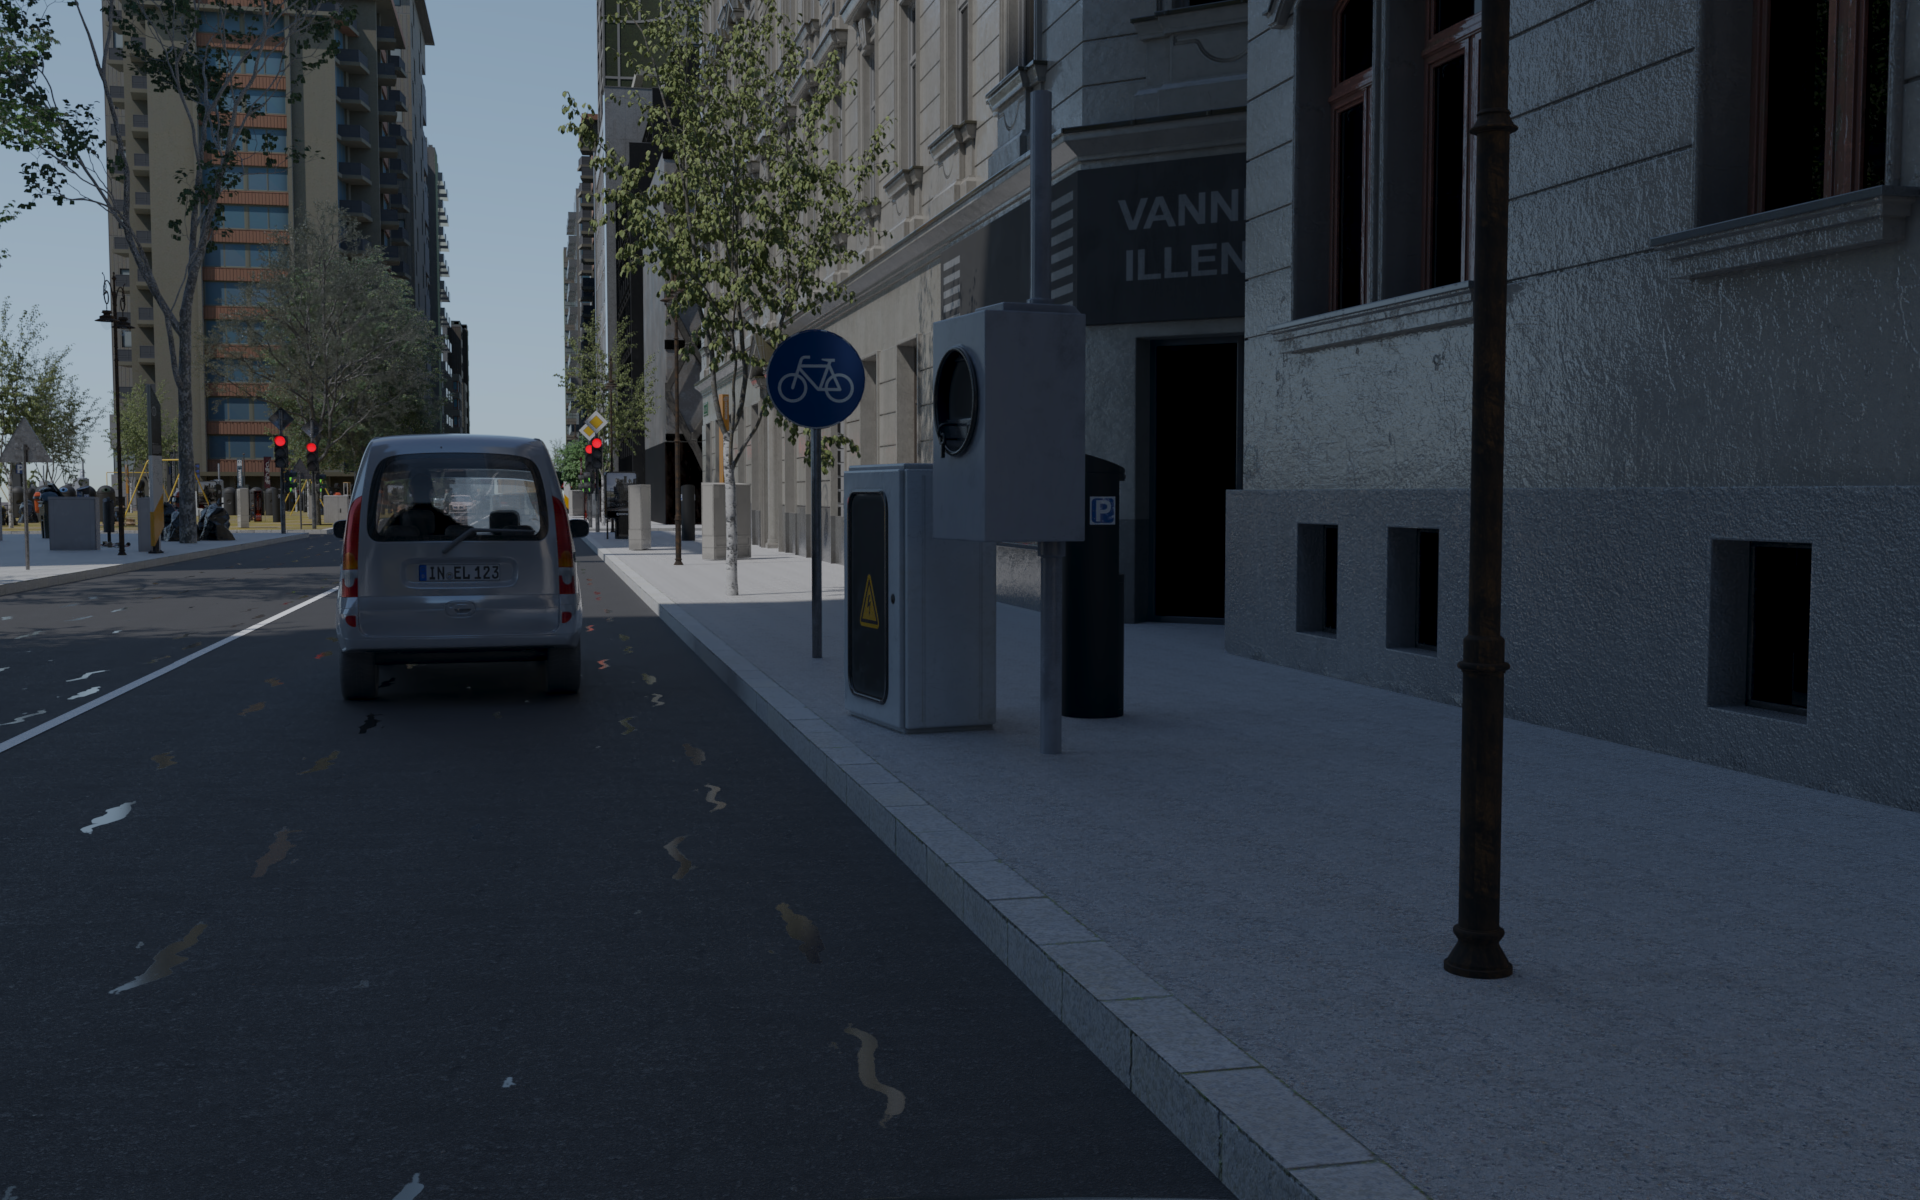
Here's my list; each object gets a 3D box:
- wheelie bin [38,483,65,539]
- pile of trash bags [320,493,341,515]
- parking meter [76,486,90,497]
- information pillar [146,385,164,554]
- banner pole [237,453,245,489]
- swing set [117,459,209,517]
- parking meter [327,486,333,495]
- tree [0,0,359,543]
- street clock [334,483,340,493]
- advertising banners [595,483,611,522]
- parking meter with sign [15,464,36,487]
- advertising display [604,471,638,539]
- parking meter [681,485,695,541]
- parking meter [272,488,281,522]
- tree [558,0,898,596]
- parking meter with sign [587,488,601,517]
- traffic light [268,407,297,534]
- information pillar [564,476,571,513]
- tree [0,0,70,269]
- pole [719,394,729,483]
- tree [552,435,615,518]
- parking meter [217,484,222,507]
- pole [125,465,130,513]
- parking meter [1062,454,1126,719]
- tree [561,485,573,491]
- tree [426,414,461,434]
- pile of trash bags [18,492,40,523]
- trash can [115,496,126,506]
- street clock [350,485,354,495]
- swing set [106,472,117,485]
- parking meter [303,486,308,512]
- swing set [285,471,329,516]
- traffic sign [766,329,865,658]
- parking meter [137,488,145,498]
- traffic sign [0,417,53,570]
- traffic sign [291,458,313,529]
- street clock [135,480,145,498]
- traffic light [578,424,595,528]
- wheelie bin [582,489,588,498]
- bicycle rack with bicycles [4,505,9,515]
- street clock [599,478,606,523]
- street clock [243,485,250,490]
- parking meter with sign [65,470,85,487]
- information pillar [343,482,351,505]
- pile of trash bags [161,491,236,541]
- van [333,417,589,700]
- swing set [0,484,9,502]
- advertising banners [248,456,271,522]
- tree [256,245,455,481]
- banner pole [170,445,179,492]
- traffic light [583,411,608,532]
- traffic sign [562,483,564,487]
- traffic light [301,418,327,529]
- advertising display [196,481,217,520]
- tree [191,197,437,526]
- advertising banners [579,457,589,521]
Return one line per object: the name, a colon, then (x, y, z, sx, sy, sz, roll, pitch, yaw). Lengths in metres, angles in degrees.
wheelie bin: (-26.275, -2.583, 50.135, 0.693, 1.594, 0.980, -3, 5, -41)
pile of trash bags: (-38.415, -5.883, 105.937, 1.912, 1.369, 3.447, -2, 4, -34)
parking meter: (-26.921, -2.740, 53.210, 0.372, 1.533, 0.369, 0, 3, 0)
information pillar: (-17.366, -2.815, 37.378, 0.183, 3.616, 0.504, 0, 4, -1)
banner pole: (-43.988, -7.099, 106.085, 0.863, 3.779, 0.401, 2, 4, 28)
swing set: (-35.536, -4.914, 77.963, 3.119, 2.851, 2.862, 2, 4, 32)
parking meter: (-48.048, -7.731, 132.118, 0.255, 1.863, 0.399, 3, 4, 38)
tree: (-21.505, -11.574, 45.117, 12.611, 20.169, 13.585, 0, 3, 0)
street clock: (-42.105, -6.885, 117.140, 0.358, 2.002, 0.471, 0, 4, 5)
advertising banners: (-16.297, -5.060, 78.912, 0.090, 3.025, 2.074, 1, 4, 10)
parking meter with sign: (-54.209, -6.399, 100.883, 1.738, 3.016, 0.543, 2, 4, 29)
advertising display: (-9.659, -2.700, 49.362, 0.974, 1.923, 0.123, -2, 4, -33)
parking meter: (-7.463, -2.394, 47.547, 0.372, 1.533, 0.369, 0, 3, 0)
parking meter: (-30.944, -4.284, 78.453, 0.372, 1.533, 0.369, 0, 3, 0)
tree: (-2.842, -4.347, 21.428, 4.737, 8.622, 4.395, 0, 3, 0)
parking meter with sign: (-20.475, -6.167, 97.096, 1.738, 3.016, 0.543, 3, 5, 44)
traffic light: (-21.853, -4.095, 55.877, 0.839, 4.253, 0.868, -1, 4, -14)
information pillar: (-26.197, -7.597, 115.570, 0.504, 3.616, 0.183, 1, 4, 21)
tree: (-15.532, -5.929, 22.698, 9.928, 11.665, 9.643, 0, 3, 0)
pole: (-4.822, -2.546, 35.466, 0.158, 3.312, 0.155, 0, 3, 0)
tree: (-20.202, -6.681, 92.944, 4.285, 4.588, 4.351, 0, 3, 0)
parking meter: (-41.048, -5.511, 95.810, 0.255, 1.863, 0.399, 1, 4, 16)
pole: (-57.790, -7.731, 120.239, 0.158, 3.312, 0.155, 0, 3, 0)
parking meter: (0.765, -0.098, 10.019, 0.372, 1.533, 0.369, 0, 3, 0)
tree: (-42.724, -11.927, 189.614, 1.663, 3.219, 1.824, 0, 3, 0)
tree: (-46.157, -12.471, 154.257, 4.360, 8.622, 3.978, 0, 3, 0)
pile of trash bags: (-40.872, -4.111, 76.975, 1.912, 1.369, 3.447, -2, 4, -27)
trash can: (-50.417, -5.643, 103.911, 0.748, 1.137, 0.748, 0, 3, 0)
street clock: (-46.636, -7.856, 133.018, 0.358, 2.002, 0.471, 1, 4, 19)
swing set: (-59.187, -7.710, 123.670, 3.119, 2.851, 2.862, -2, 4, -27)
parking meter: (-45.661, -7.040, 120.807, 0.255, 1.863, 0.399, -2, 4, -34)
swing set: (-38.375, -6.392, 102.133, 2.862, 2.851, 3.119, 0, 4, -8)
traffic sign: (-1.119, -0.819, 13.496, 0.768, 2.556, 0.104, 0, 4, -5)
parking meter: (-54.174, -6.660, 114.607, 0.399, 1.863, 0.255, 1, 4, 9)
traffic sign: (-15.772, -1.787, 29.229, 0.884, 2.594, 0.081, 0, 4, -6)
traffic sign: (-23.869, -3.833, 62.677, 0.884, 2.594, 0.081, -1, 4, -11)
street clock: (-41.039, -5.024, 86.713, 0.471, 2.002, 0.358, 2, 4, 24)
traffic light: (-14.122, -4.714, 65.993, 0.839, 4.253, 0.868, -1, 4, -14)
wheelie bin: (-22.987, -5.981, 105.701, 0.693, 1.594, 0.980, 1, 4, 20)
bicycle rack with bicycles: (-57.019, -5.650, 105.756, 2.925, 0.926, 2.852, 0, 4, -8)
street clock: (-15.682, -4.378, 76.152, 0.471, 2.002, 0.358, 0, 4, 2)
street clock: (-54.683, -7.844, 132.822, 0.471, 2.002, 0.358, 1, 4, 12)
parking meter with sign: (-63.011, -7.736, 122.745, 0.543, 3.016, 1.738, 3, 5, 39)
information pillar: (-38.437, -6.370, 108.649, 0.304, 2.012, 0.304, 1, 4, 16)
pile of trash bags: (-21.586, -2.371, 48.512, 1.912, 1.369, 3.447, -2, 4, -33)
van: (-3.897, -0.402, 13.578, 2.013, 2.044, 4.112, -1, 4, -15)
swing set: (-64.686, -7.239, 115.971, 2.862, 2.851, 3.119, -1, 4, -21)
advertising banners: (-32.496, -5.128, 80.031, 0.090, 3.025, 2.074, 1, 4, 18)
tree: (-30.530, -11.058, 87.451, 9.857, 13.997, 8.962, 0, 3, 0)
banner pole: (-41.008, -6.154, 90.642, 0.401, 3.779, 0.863, 1, 4, 22)
traffic light: (-12.228, -4.239, 58.235, 0.839, 4.253, 0.868, -1, 4, -14)
traffic sign: (-31.023, -8.362, 136.729, 0.884, 2.594, 0.081, 0, 4, -6)
traffic light: (-23.748, -4.570, 63.635, 0.839, 4.253, 0.868, -1, 4, -14)
advertising display: (-36.255, -4.782, 83.400, 0.123, 1.923, 0.974, 3, 4, 39)
tree: (-26.319, -9.820, 70.921, 12.009, 13.543, 11.850, 0, 3, 0)
advertising banners: (-17.927, -5.301, 82.853, 0.090, 3.025, 2.074, 0, 4, 2)
